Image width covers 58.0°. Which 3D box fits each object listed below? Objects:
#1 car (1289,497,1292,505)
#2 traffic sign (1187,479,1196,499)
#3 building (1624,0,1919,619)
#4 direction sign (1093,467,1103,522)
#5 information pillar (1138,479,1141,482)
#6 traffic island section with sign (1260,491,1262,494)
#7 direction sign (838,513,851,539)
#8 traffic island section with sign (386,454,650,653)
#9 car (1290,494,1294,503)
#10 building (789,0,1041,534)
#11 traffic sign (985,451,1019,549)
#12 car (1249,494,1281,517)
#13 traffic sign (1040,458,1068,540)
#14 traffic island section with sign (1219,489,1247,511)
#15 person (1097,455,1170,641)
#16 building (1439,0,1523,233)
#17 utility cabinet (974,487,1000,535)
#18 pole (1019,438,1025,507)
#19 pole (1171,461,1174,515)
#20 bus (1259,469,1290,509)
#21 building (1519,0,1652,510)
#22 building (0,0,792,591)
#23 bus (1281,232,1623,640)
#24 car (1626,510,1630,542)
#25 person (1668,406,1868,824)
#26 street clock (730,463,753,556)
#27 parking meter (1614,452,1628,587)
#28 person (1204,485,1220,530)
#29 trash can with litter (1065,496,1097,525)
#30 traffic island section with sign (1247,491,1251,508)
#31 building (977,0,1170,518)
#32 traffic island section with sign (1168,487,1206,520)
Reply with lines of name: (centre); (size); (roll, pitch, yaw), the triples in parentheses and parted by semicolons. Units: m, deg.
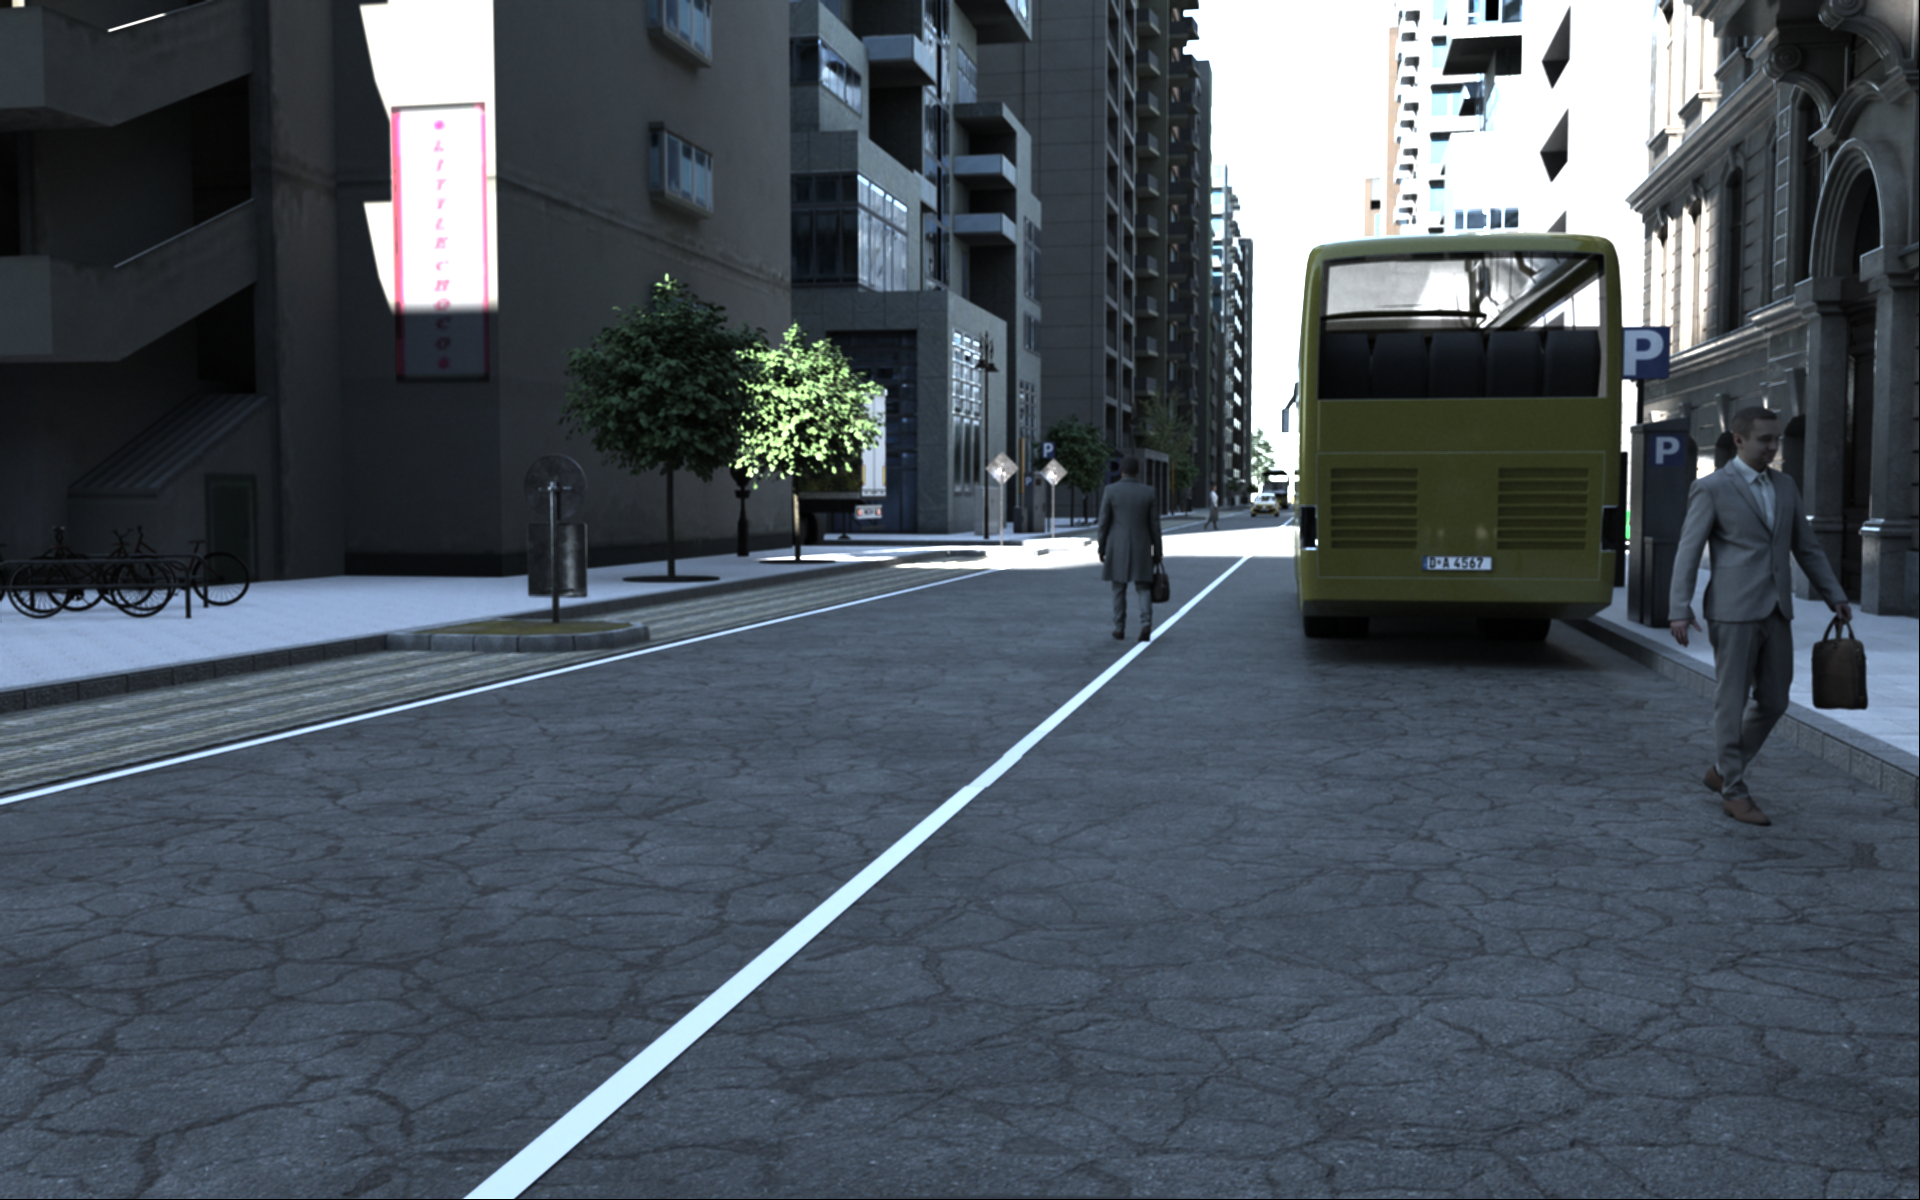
car: (40.954, -12.858, 219.022); (1.959, 1.807, 4.718); (1, 4, 10)
traffic sign: (16.320, -7.491, 122.591); (0.768, 2.556, 0.104); (1, 4, 17)
building: (15.671, -12.160, 17.906); (14.460, 24.649, 34.723); (1, 4, 12)
direction sign: (6.205, -5.276, 78.257); (0.379, 3.537, 0.876); (2, 4, 35)
information pillar: (8.857, -5.017, 86.515); (0.304, 2.012, 0.304); (0, 4, 1)
traffic island section with sign: (45.277, -14.964, 253.294); (1.989, 1.847, 2.006); (1, 4, 12)
direction sign: (-3.287, -3.490, 49.053); (0.876, 3.537, 0.379); (-1, 4, -20)
traffic island section with sign: (-4.076, -0.482, 16.512); (1.989, 1.847, 2.006); (1, 4, 12)
car: (47.960, -14.729, 251.036); (2.015, 1.641, 3.980); (1, 4, 12)
building: (-8.157, -46.306, 69.776); (22.319, 86.520, 31.000); (1, 4, 12)
traffic sign: (0.982, -2.262, 40.628); (0.795, 2.450, 0.064); (1, 4, 12)
car: (19.401, -6.105, 110.045); (2.015, 1.641, 3.980); (1, 4, 12)
traffic sign: (2.612, -2.740, 48.446); (0.795, 2.450, 0.064); (1, 4, 12)
traffic island section with sign: (22.938, -8.409, 146.117); (1.989, 1.847, 2.006); (1, 4, 12)
person: (1.688, -0.512, 16.968); (0.694, 1.812, 0.767); (0, 4, -1)
building: (34.472, -47.530, 89.791); (22.319, 86.520, 31.000); (1, 4, 12)
utility cabinet: (0.858, -2.767, 53.915); (0.318, 1.500, 1.173); (2, 4, 28)
pole: (2.252, -4.242, 63.207); (0.158, 3.312, 0.155); (0, 3, 0)
pole: (12.929, -6.816, 105.287); (0.158, 3.312, 0.155); (0, 3, 0)
bus: (31.165, -10.961, 170.758); (2.896, 3.916, 12.252); (1, 4, 12)
building: (32.462, -31.125, 50.893); (28.212, 58.520, 21.231); (1, 4, 12)
building: (-16.450, -24.949, 31.614); (21.600, 48.544, 21.300); (1, 4, 12)
bus: (5.144, -1.737, 19.940); (2.896, 3.916, 12.252); (1, 4, 11)
car: (18.425, -2.032, 42.015); (4.718, 1.807, 1.959); (1, 4, 10)
person: (3.489, 0.063, 7.592); (0.709, 1.813, 0.853); (-1, 4, -16)
street clock: (-4.473, -1.903, 35.678); (0.471, 2.002, 0.358); (1, 4, 12)
parking meter: (9.014, -1.120, 24.022); (0.399, 1.863, 0.255); (3, 4, 36)
person: (10.112, -3.717, 69.505); (0.641, 1.798, 0.478); (2, 4, 26)
trash can with litter: (5.081, -3.704, 71.610); (1.678, 1.210, 2.233); (1, 4, 9)
traffic island section with sign: (28.445, -10.023, 172.506); (1.989, 1.847, 2.006); (1, 4, 12)
building: (1.981, -40.633, 102.604); (20.563, 71.187, 20.611); (1, 4, 12)
traffic island section with sign: (12.778, -5.425, 97.325); (1.989, 1.847, 2.006); (1, 4, 12)
